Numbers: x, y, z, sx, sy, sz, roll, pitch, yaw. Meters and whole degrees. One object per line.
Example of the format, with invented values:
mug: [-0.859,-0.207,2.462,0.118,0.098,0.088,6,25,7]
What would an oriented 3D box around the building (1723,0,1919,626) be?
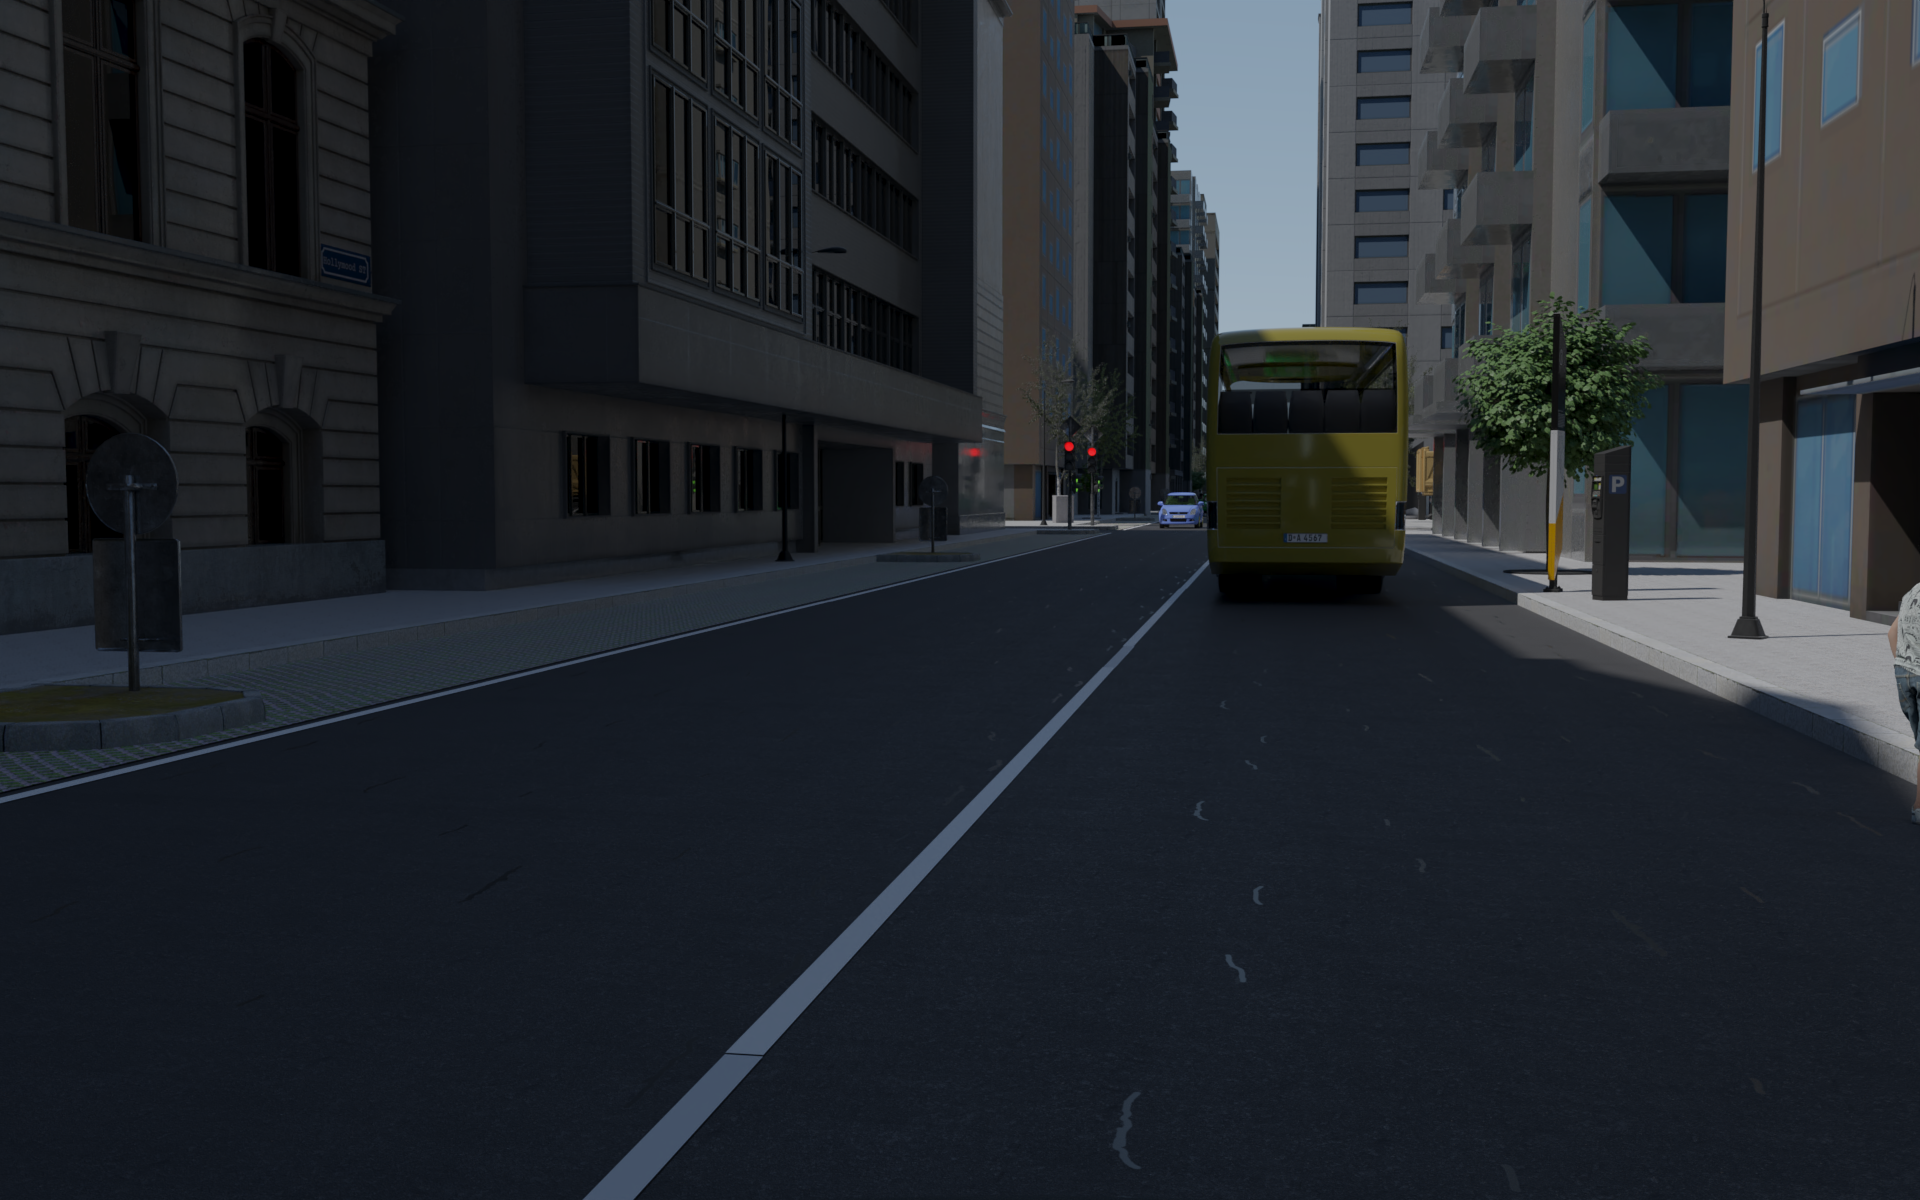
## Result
building: [15.408,-22.195,12.999,14.600,45.320,14.200,1,4,10]

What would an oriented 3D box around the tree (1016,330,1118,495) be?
tree: [4.700,-7.811,78.066,4.360,8.622,3.978,0,3,0]

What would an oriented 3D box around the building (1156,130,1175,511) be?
building: [8.701,-22.090,132.880,14.160,30.474,14.107,1,4,10]

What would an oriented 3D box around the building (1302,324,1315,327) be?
building: [64.281,-31.754,290.874,14.160,30.474,14.107,1,4,10]

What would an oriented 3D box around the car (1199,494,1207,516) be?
car: [16.235,-6.233,110.712,1.959,1.807,4.718,1,4,10]

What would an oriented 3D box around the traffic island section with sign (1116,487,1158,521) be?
traffic island section with sign: [9.410,-5.144,92.726,1.989,1.847,2.006,1,4,10]

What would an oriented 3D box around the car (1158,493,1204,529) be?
car: [9.378,-3.896,73.295,1.945,1.707,3.694,1,4,11]

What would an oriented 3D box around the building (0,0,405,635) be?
building: [-15.543,-11.437,6.072,14.460,24.649,34.723,1,4,10]

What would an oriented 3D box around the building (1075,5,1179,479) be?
building: [8.546,-30.908,159.973,22.147,44.769,28.867,1,4,10]

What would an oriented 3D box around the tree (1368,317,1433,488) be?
tree: [17.953,-7.447,72.124,4.360,8.622,3.978,0,3,0]

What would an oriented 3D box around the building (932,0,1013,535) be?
building: [-7.956,-12.867,59.533,18.267,20.994,9.793,1,4,10]

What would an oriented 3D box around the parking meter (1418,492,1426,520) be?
parking meter: [22.681,-4.852,85.034,0.399,1.863,0.255,0,4,6]

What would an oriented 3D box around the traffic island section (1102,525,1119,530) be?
traffic island section: [5.346,-2.931,70.206,2.009,0.180,2.903,1,4,10]

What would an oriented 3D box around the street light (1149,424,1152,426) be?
street light: [12.001,-8.713,114.993,1.470,5.913,1.316,1,4,10]

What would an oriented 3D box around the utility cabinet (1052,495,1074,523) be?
utility cabinet: [4.593,-4.026,76.990,1.020,1.237,0.306,-3,4,-36]

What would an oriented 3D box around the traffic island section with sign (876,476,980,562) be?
traffic island section with sign: [-0.618,-1.742,37.105,1.989,1.847,2.006,1,4,10]

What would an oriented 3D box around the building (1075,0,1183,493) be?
building: [13.331,-45.583,183.529,20.563,71.187,20.611,1,4,10]

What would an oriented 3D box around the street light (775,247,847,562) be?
street light: [-2.810,-3.684,32.767,1.470,5.913,1.316,1,4,10]

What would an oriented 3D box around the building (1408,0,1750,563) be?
building: [23.469,-25.846,42.195,23.786,49.044,30.456,1,4,10]

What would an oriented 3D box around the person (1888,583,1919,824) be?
person: [4.254,0.343,7.572,0.352,1.250,0.332,2,4,26]

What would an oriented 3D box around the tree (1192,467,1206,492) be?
tree: [28.438,-13.852,210.197,4.285,4.588,4.351,0,3,0]

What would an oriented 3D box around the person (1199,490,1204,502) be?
person: [24.356,-10.252,175.745,1.348,1.869,0.705,1,4,13]

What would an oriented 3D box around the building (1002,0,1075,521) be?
building: [-1.805,-26.837,88.891,14.600,45.320,14.200,1,4,10]

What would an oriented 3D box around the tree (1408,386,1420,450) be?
tree: [24.565,-10.419,104.759,7.601,10.594,8.767,2,4,35]

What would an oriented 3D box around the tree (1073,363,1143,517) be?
tree: [8.050,-9.069,98.636,4.737,8.622,4.395,0,3,0]

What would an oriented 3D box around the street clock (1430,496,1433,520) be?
street clock: [23.451,-4.978,85.953,0.358,2.002,0.471,3,5,42]

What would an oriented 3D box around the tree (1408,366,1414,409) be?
tree: [18.547,-7.815,78.130,4.737,8.622,4.395,0,3,0]

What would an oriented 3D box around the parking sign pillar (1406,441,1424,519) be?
parking sign pillar: [22.955,-6.103,88.253,1.447,3.967,1.447,1,4,22]

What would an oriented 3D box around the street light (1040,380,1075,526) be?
street light: [3.962,-5.996,70.570,1.470,5.913,1.316,1,4,10]

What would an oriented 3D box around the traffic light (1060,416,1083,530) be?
traffic light: [3.967,-4.482,62.205,0.839,4.253,0.868,1,4,10]

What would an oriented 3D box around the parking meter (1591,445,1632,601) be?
parking meter: [7.839,-0.927,20.875,0.399,1.863,0.255,0,4,-8]

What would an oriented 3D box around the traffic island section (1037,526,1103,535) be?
traffic island section: [3.929,-2.451,62.347,2.009,0.180,2.903,1,4,10]

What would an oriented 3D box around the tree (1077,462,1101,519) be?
tree: [6.947,-5.870,90.568,1.663,3.219,1.824,0,3,0]

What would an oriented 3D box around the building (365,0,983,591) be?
building: [-8.876,-13.374,37.724,14.314,24.678,30.058,1,4,10]

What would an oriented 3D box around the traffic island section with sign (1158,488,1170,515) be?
traffic island section with sign: [14.195,-6.766,119.255,1.989,1.847,2.006,1,4,10]

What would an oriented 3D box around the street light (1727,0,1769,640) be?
street light: [6.488,-2.618,15.349,1.470,5.913,1.316,1,4,10]

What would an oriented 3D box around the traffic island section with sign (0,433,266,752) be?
traffic island section with sign: [-5.412,-0.116,10.533,1.989,1.847,2.006,1,4,10]

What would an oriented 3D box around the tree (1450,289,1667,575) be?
tree: [9.654,-2.709,28.009,4.285,4.588,4.351,0,3,0]

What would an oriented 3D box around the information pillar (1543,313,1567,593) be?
information pillar: [7.821,-1.916,22.678,0.183,3.616,0.504,2,4,30]

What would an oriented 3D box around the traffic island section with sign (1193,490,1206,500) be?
traffic island section with sign: [23.017,-9.757,168.147,1.989,1.847,2.006,1,4,10]

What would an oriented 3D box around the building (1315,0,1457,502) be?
building: [51.756,-40.227,199.705,21.231,58.520,28.212,1,4,10]

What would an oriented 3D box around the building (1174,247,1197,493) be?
building: [19.660,-26.272,201.246,14.160,30.474,14.107,1,4,10]

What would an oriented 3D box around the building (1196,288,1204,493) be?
building: [25.599,-28.340,235.057,14.160,30.474,14.107,1,4,10]

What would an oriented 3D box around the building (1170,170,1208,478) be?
building: [25.135,-38.995,257.171,23.786,49.044,30.456,1,4,10]

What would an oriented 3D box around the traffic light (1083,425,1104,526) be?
traffic light: [5.384,-4.963,70.064,0.839,4.253,0.868,1,4,10]

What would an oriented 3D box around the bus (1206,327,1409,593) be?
bus: [5.452,-2.228,27.981,2.896,3.916,12.252,1,4,10]

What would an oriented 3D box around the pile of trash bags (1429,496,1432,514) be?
pile of trash bags: [28.082,-5.877,105.835,3.447,1.369,1.912,2,4,32]

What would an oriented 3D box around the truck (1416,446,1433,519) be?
truck: [21.663,-4.093,62.840,9.791,3.379,3.469,1,4,12]

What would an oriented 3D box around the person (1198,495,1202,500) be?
person: [23.727,-10.049,173.360,0.990,1.755,0.434,0,4,0]

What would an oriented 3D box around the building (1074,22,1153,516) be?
building: [4.752,-20.730,110.634,14.160,30.474,14.107,1,4,10]

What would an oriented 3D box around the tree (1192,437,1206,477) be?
tree: [29.992,-16.357,217.797,4.360,8.622,3.978,0,3,0]

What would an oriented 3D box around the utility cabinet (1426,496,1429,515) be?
utility cabinet: [24.157,-5.023,90.812,0.318,1.500,1.173,3,5,43]

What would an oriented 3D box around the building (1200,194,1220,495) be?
building: [31.126,-40.311,282.789,21.300,48.544,21.600,1,4,10]

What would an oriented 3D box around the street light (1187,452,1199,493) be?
street light: [25.445,-13.279,189.649,1.470,5.913,1.316,1,4,10]
